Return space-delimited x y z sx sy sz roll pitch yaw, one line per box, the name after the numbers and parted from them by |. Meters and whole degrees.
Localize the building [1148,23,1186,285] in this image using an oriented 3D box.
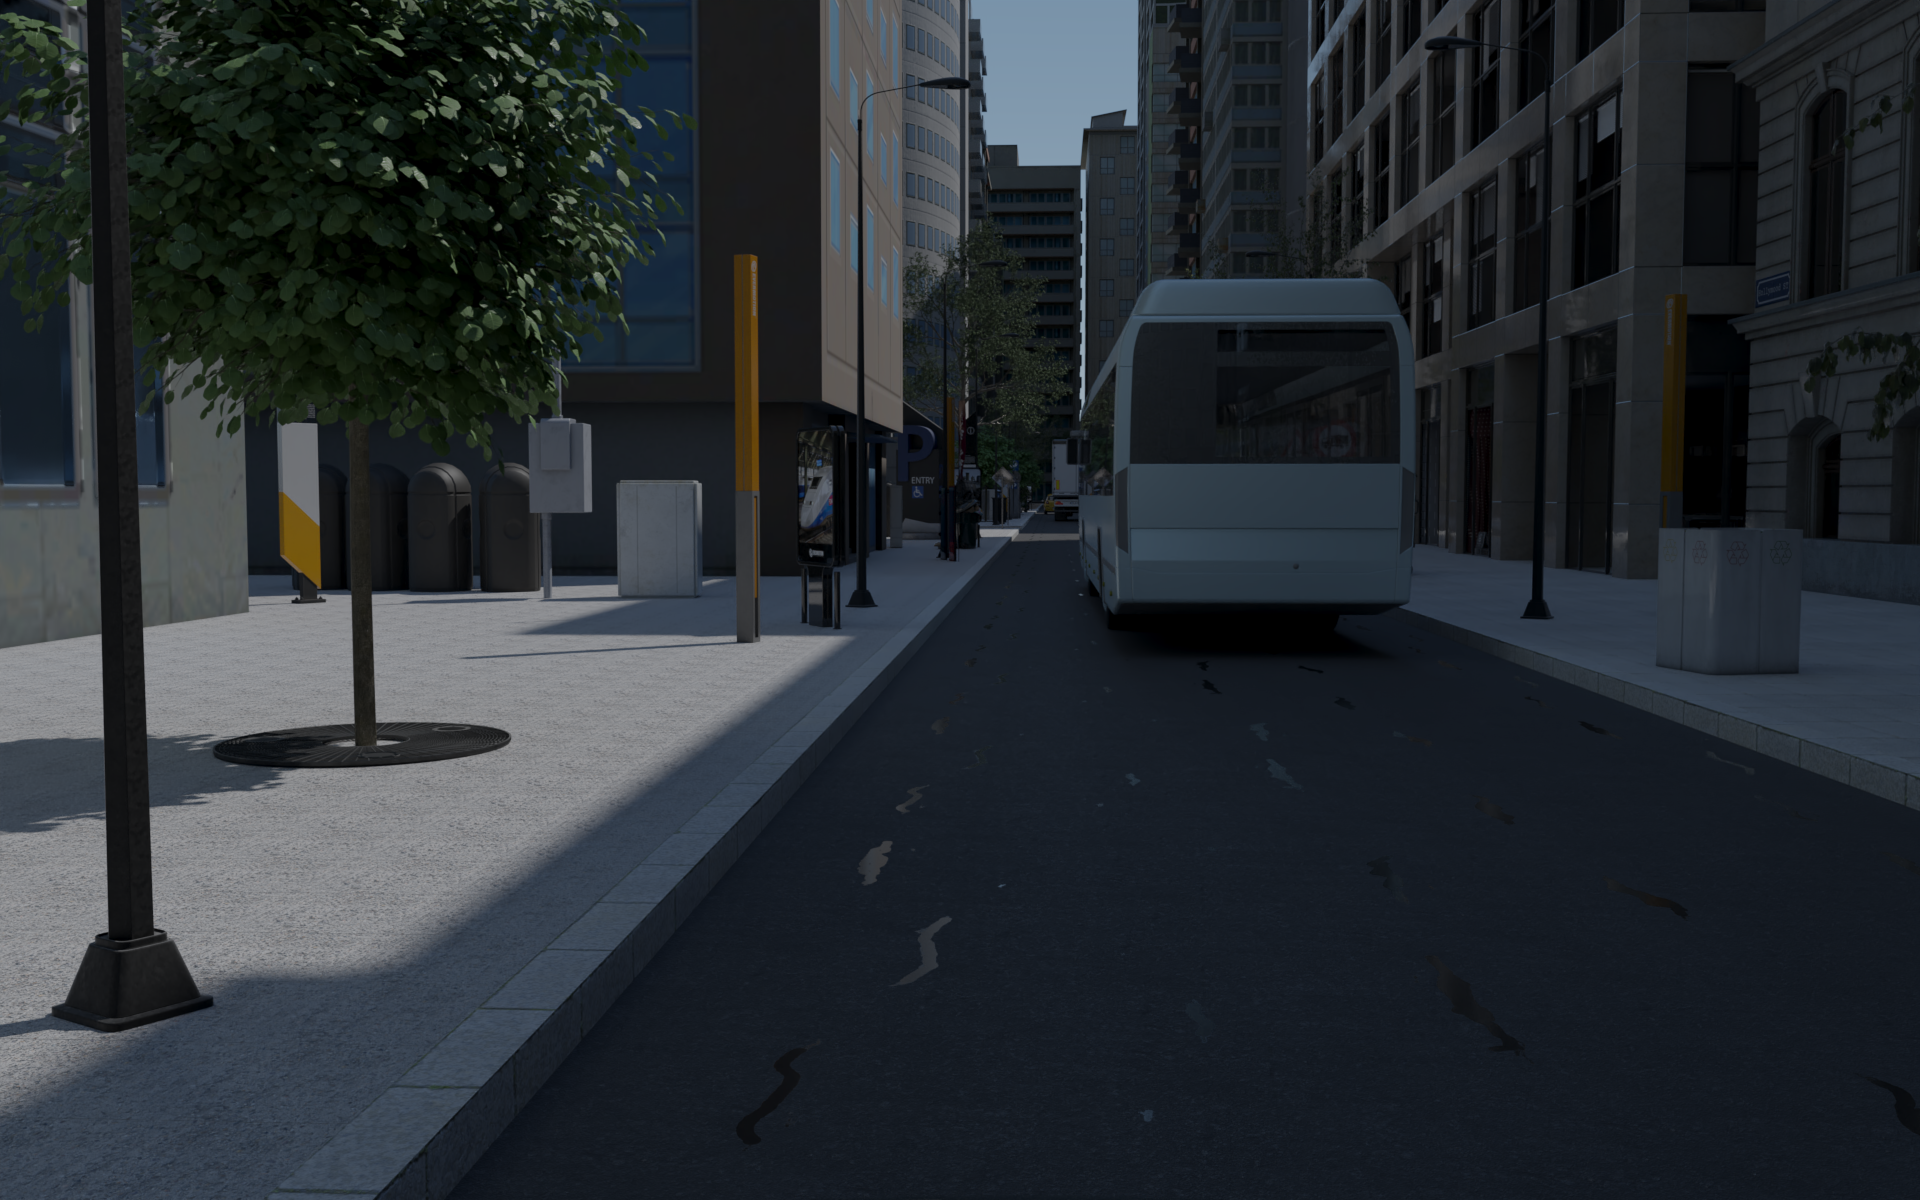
23.691 -28.793 154.352 14.154 41.232 14.086 0 4 3 | building

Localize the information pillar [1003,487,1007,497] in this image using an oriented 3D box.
2.454 -6.112 91.278 0.504 3.616 0.183 -2 4 -32 | information pillar

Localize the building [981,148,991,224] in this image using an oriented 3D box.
-9.284 -33.864 208.306 28.867 44.769 22.147 0 4 3 | building

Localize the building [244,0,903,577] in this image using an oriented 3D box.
-8.607 -23.390 32.540 14.600 45.320 14.200 0 4 3 | building

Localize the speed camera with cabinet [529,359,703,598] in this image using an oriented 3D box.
-4.252 -1.658 21.452 2.038 3.252 0.660 0 4 -2 | speed camera with cabinet

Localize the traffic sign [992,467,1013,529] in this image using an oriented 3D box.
1.552 -3.643 63.213 0.795 2.450 0.064 0 4 3 | traffic sign

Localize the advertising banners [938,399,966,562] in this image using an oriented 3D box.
-0.146 -2.253 33.027 0.090 3.025 2.074 -1 4 -13 | advertising banners

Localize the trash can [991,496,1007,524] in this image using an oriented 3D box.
1.689 -3.814 74.017 0.748 1.137 0.748 0 3 0 | trash can

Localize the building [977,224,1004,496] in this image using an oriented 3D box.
-2.560 -25.240 184.378 14.160 30.474 14.107 0 4 3 | building

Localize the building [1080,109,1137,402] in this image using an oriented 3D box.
30.899 -40.126 245.301 27.495 52.752 28.713 0 4 3 | building

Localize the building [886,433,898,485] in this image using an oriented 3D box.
-11.698 -39.422 82.798 20.563 71.187 20.611 0 4 3 | building

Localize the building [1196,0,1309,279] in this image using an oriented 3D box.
24.990 -24.313 89.398 23.993 40.220 32.217 0 4 3 | building

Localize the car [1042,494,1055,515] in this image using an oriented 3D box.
6.813 -6.884 122.769 2.015 1.641 3.980 0 4 2 | car

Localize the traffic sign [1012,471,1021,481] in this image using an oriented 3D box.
2.932 -5.773 94.501 0.768 2.556 0.104 1 4 13 | traffic sign

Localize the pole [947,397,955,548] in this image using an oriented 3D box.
-0.214 -2.614 36.587 0.158 3.312 0.155 0 3 0 | pole

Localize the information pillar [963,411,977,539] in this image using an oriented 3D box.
0.222 -3.517 48.865 0.504 3.616 0.183 -1 4 -9 | information pillar

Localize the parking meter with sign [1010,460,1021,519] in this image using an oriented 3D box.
2.871 -5.732 89.972 0.543 3.016 1.738 1 4 8 | parking meter with sign

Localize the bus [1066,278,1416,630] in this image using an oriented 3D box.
2.893 -1.626 21.449 2.948 3.499 13.247 0 4 2 | bus

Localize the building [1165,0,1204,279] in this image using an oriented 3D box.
26.235 -28.710 124.028 22.147 44.769 28.867 0 4 3 | building

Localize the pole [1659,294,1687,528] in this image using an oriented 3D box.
7.315 -1.464 17.786 0.158 3.312 0.155 0 3 0 | pole

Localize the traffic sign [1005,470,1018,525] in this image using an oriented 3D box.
1.978 -4.131 71.187 0.795 2.450 0.064 0 4 3 | traffic sign

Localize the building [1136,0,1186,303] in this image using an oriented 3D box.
29.568 -46.971 206.233 20.563 71.187 20.611 0 4 3 | building

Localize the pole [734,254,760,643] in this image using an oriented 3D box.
-1.831 -1.288 14.902 0.158 3.312 0.155 0 3 0 | pole

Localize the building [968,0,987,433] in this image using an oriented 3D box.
-8.870 -33.155 161.697 23.786 49.044 30.456 0 4 3 | building

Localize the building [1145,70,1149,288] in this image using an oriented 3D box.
25.371 -31.715 168.658 14.600 45.320 14.200 0 4 3 | building

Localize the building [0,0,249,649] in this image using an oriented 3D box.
-17.683 -42.111 1.180 22.319 86.520 31.000 0 4 3 | building

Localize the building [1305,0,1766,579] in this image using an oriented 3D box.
20.526 -14.506 41.683 19.350 26.468 34.151 0 4 3 | building

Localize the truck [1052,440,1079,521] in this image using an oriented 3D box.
6.419 -6.479 94.838 2.839 4.237 11.283 0 4 4 | truck

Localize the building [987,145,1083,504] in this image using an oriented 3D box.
6.187 -37.878 243.005 21.600 48.544 21.300 0 4 3 | building

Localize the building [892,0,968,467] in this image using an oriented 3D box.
-10.601 -35.142 116.574 21.231 58.520 28.212 0 4 3 | building

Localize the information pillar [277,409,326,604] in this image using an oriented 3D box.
-7.713 -1.765 20.210 0.183 3.616 0.504 2 4 35 | information pillar

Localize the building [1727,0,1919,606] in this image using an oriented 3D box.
15.542 -11.504 7.182 14.460 24.649 34.723 0 4 3 | building
